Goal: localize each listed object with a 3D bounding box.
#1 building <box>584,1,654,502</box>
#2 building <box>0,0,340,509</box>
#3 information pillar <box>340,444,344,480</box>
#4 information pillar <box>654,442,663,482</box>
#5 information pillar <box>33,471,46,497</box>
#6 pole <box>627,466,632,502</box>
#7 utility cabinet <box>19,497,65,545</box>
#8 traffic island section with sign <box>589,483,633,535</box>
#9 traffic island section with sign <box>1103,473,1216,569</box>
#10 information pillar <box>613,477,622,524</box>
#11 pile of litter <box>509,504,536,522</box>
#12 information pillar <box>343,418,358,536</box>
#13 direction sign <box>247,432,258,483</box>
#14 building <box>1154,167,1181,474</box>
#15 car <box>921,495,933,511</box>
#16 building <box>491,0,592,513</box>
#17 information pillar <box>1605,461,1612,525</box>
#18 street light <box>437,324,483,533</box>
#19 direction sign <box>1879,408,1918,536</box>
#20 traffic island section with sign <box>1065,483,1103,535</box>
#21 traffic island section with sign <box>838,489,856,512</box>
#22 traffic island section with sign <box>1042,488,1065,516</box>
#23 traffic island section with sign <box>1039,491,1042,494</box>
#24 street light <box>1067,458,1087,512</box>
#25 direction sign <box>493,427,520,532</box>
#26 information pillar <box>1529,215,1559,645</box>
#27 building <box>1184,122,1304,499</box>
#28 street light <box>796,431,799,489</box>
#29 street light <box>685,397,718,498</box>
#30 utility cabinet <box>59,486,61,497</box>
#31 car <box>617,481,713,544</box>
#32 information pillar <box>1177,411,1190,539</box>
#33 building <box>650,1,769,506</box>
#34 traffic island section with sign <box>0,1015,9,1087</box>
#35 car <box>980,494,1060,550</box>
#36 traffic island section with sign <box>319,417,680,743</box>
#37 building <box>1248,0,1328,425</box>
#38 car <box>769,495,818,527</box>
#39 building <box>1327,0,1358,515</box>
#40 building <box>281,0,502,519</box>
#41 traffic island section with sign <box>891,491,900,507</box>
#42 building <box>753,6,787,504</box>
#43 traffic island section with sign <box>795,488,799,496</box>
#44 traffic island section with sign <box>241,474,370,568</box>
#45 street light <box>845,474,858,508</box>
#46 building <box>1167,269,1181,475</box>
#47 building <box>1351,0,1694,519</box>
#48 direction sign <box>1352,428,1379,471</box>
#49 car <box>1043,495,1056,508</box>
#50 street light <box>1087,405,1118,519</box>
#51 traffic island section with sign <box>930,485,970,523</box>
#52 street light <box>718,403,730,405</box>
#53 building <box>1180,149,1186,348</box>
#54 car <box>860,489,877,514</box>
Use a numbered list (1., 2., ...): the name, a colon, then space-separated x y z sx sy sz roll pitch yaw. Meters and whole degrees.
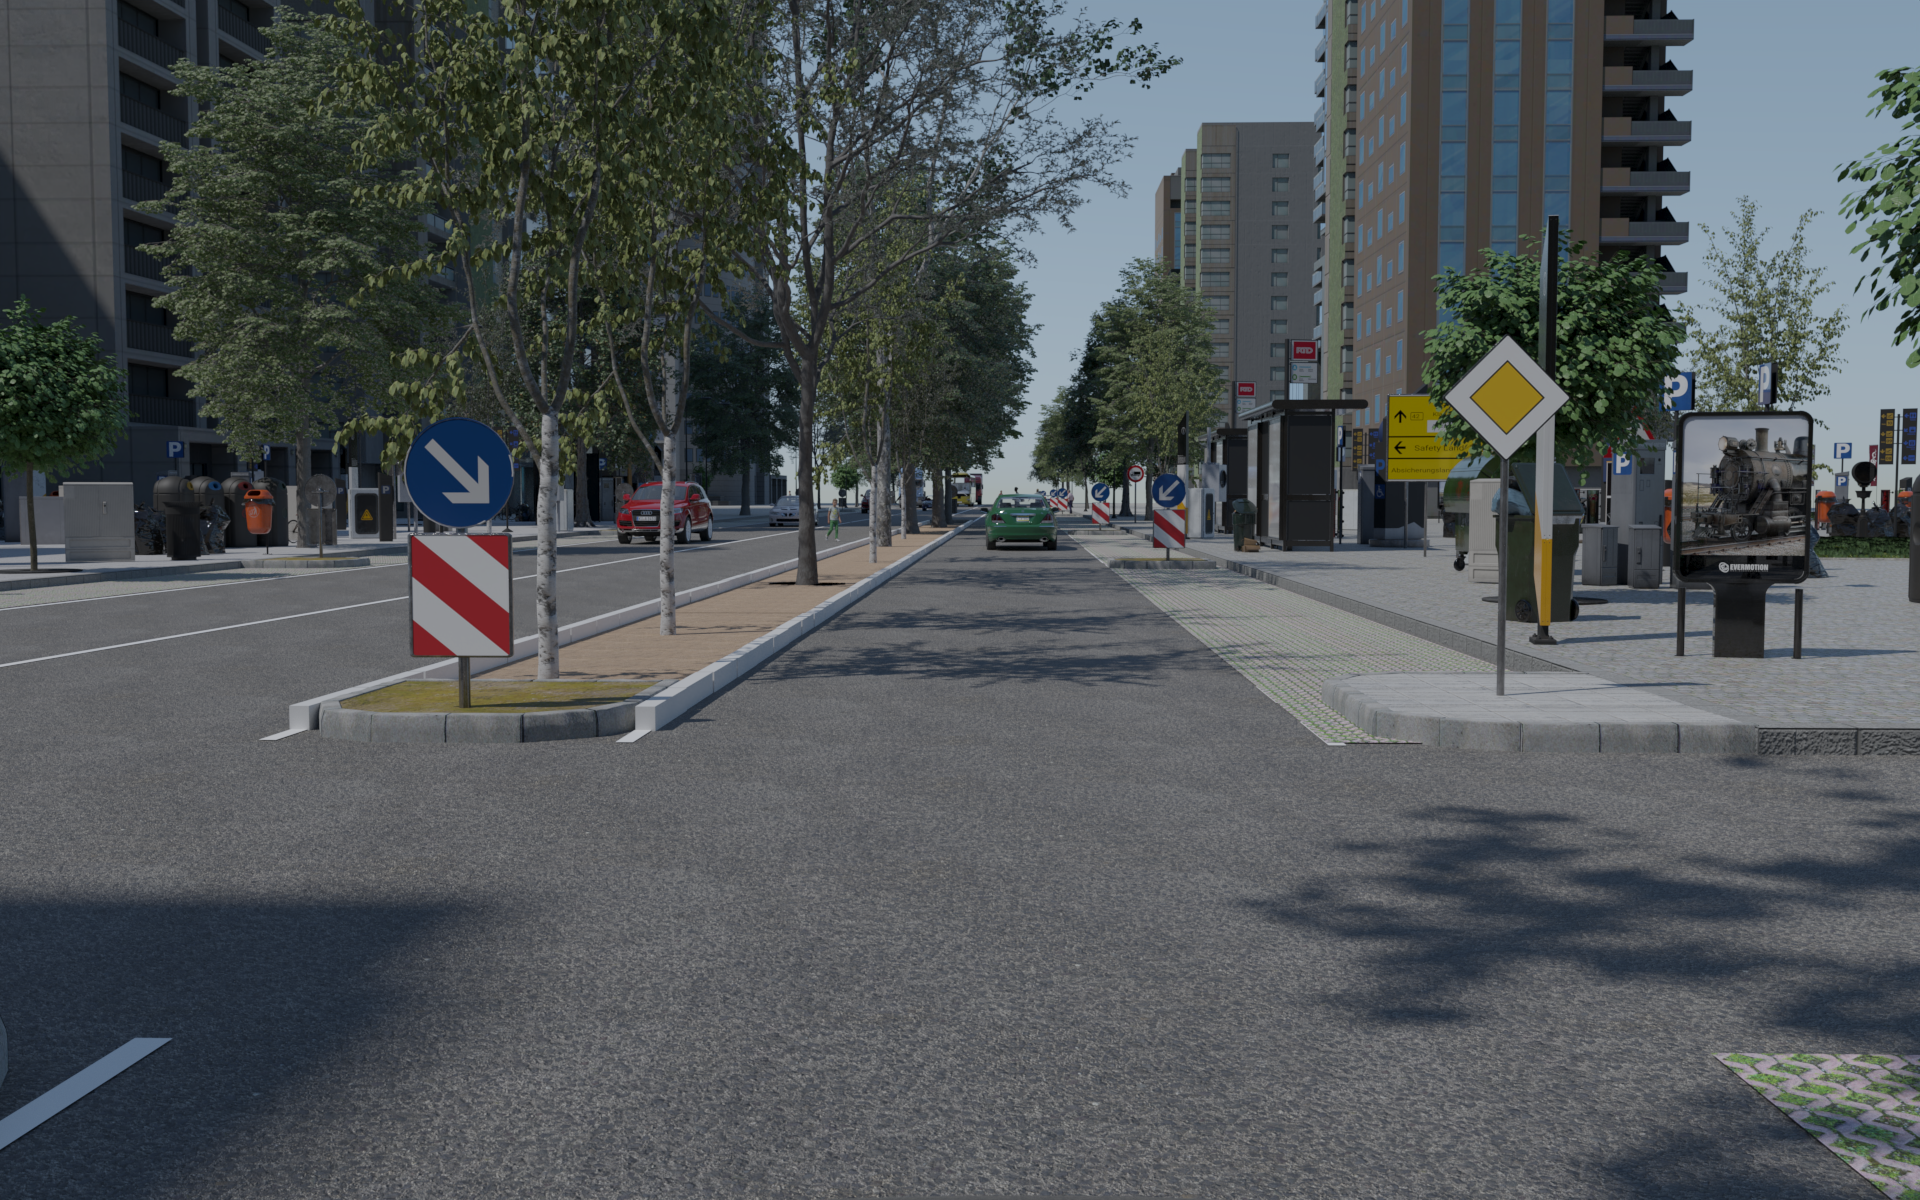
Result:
1. building: -32.992 -29.892 138.849 14.600 45.320 14.200 0 4 2
2. building: -38.020 -38.704 71.060 20.563 71.187 20.611 0 4 2
3. information pillar: -26.002 -5.001 73.115 0.504 3.616 0.183 3 5 44
4. information pillar: -13.553 -5.290 77.846 0.504 3.616 0.183 3 4 36
5. information pillar: -30.534 -4.033 57.294 0.183 3.616 0.504 3 5 41
6. pole: -14.602 -5.059 76.565 0.158 3.312 0.155 0 3 0
7. utility cabinet: -23.280 -2.006 43.958 1.020 1.237 0.306 -2 4 -28
8. traffic island section with sign: -11.897 -3.206 61.043 1.989 1.847 2.006 0 4 2
9. traffic island section with sign: 3.891 -1.535 33.729 1.989 1.847 2.006 0 4 2
10. information pillar: -14.910 -4.340 75.456 0.304 2.012 0.304 -2 4 -34
11. pile of litter: -20.202 -4.073 80.560 1.719 0.858 1.176 1 4 12
12. information pillar: -18.766 -3.806 53.576 0.183 3.616 0.504 0 4 3
13. direction sign: -24.294 -4.129 59.504 0.379 3.537 0.876 0 4 -2
14. building: 34.034 -35.889 236.899 14.600 45.320 14.200 0 4 2
15. car: -2.302 -8.244 147.368 1.945 1.354 3.894 0 4 2
16. building: -38.032 -30.397 116.603 23.786 49.044 30.456 0 4 2
17. information pillar: 14.682 -2.098 38.793 0.304 2.012 0.304 -1 4 -12
18. street light: -13.745 -4.586 47.523 1.470 5.913 1.316 0 4 2
19. direction sign: 24.834 -3.297 45.910 0.876 3.537 0.379 3 4 36
20. traffic island section with sign: 4.796 -3.196 60.881 1.989 1.847 2.006 0 4 2
21. traffic island section with sign: -9.341 -7.910 137.955 1.989 1.847 2.006 0 4 2
22. traffic island section with sign: 6.438 -6.258 110.938 1.989 1.847 2.006 0 4 2
23. traffic island section with sign: 7.339 -7.905 137.878 1.989 1.847 2.006 0 4 2
24. street light: 8.674 -9.437 126.843 1.470 5.913 1.316 0 4 2
25. direction sign: -15.224 -4.047 58.162 0.876 3.537 0.379 0 4 2
26. information pillar: 5.024 -1.437 14.856 0.183 3.616 0.504 1 4 11
27. building: 33.182 -31.186 193.478 14.154 41.232 14.086 0 4 2
28. street light: -11.222 -9.281 124.287 1.470 5.913 1.316 0 4 2
29. street light: -12.579 -6.760 83.059 1.470 5.913 1.316 0 4 2
30. utility cabinet: -23.481 -2.294 46.185 1.173 1.500 0.318 2 4 27
31. car: -8.693 -2.612 51.376 2.281 1.827 5.304 0 4 3
32. information pillar: 6.323 -3.531 49.079 0.183 3.616 0.504 -2 4 -23
33. building: -34.451 -40.131 198.148 21.231 58.520 28.212 0 4 2
34. traffic island section with sign: -3.198 0.283 3.512 2.006 1.907 1.989 0 4 2
35. car: 1.592 -2.075 45.717 2.131 1.459 4.920 0 4 0
36. traffic island section with sign: -2.943 -0.170 10.915 2.006 1.907 1.989 0 4 2
37. building: 35.165 -49.963 129.573 22.319 86.520 31.000 0 4 2
38. car: -7.432 -3.996 77.695 2.083 1.381 4.827 0 4 1
39. building: 29.866 -25.962 108.066 14.154 41.232 14.086 0 4 2
40. building: -34.207 -25.114 94.211 14.154 41.232 14.086 0 4 2
41. traffic island section with sign: -7.519 -11.287 193.176 1.989 1.847 2.006 0 4 2
42. building: -33.160 -47.953 222.287 20.563 71.187 20.611 0 4 2
43. traffic island section with sign: -10.229 -6.259 110.967 1.989 1.847 2.006 0 4 2
44. traffic island section with sign: -12.779 -1.558 34.102 1.989 1.847 2.006 0 4 2
45. street light: -9.992 -11.473 160.130 1.470 5.913 1.316 0 4 2
46. building: 33.307 -27.550 222.151 14.160 30.474 14.107 0 4 2
47. building: 29.797 -27.138 93.819 14.600 45.320 14.200 0 4 2
48. direction sign: 13.977 -4.144 59.753 0.876 3.537 0.379 1 4 17
49. car: 8.725 -9.751 172.002 1.945 1.354 3.894 0 4 3
50. street light: 7.535 -7.221 90.611 1.470 5.913 1.316 0 4 2
51. traffic island section with sign: -0.466 -4.763 86.012 2.006 1.907 1.989 0 4 2
52. street light: -12.385 -7.074 88.204 1.470 5.913 1.316 0 4 2
53. building: 33.263 -32.047 207.569 14.154 41.232 14.086 0 4 2
54. car: -6.245 -7.357 128.953 2.281 1.827 5.304 0 4 0
